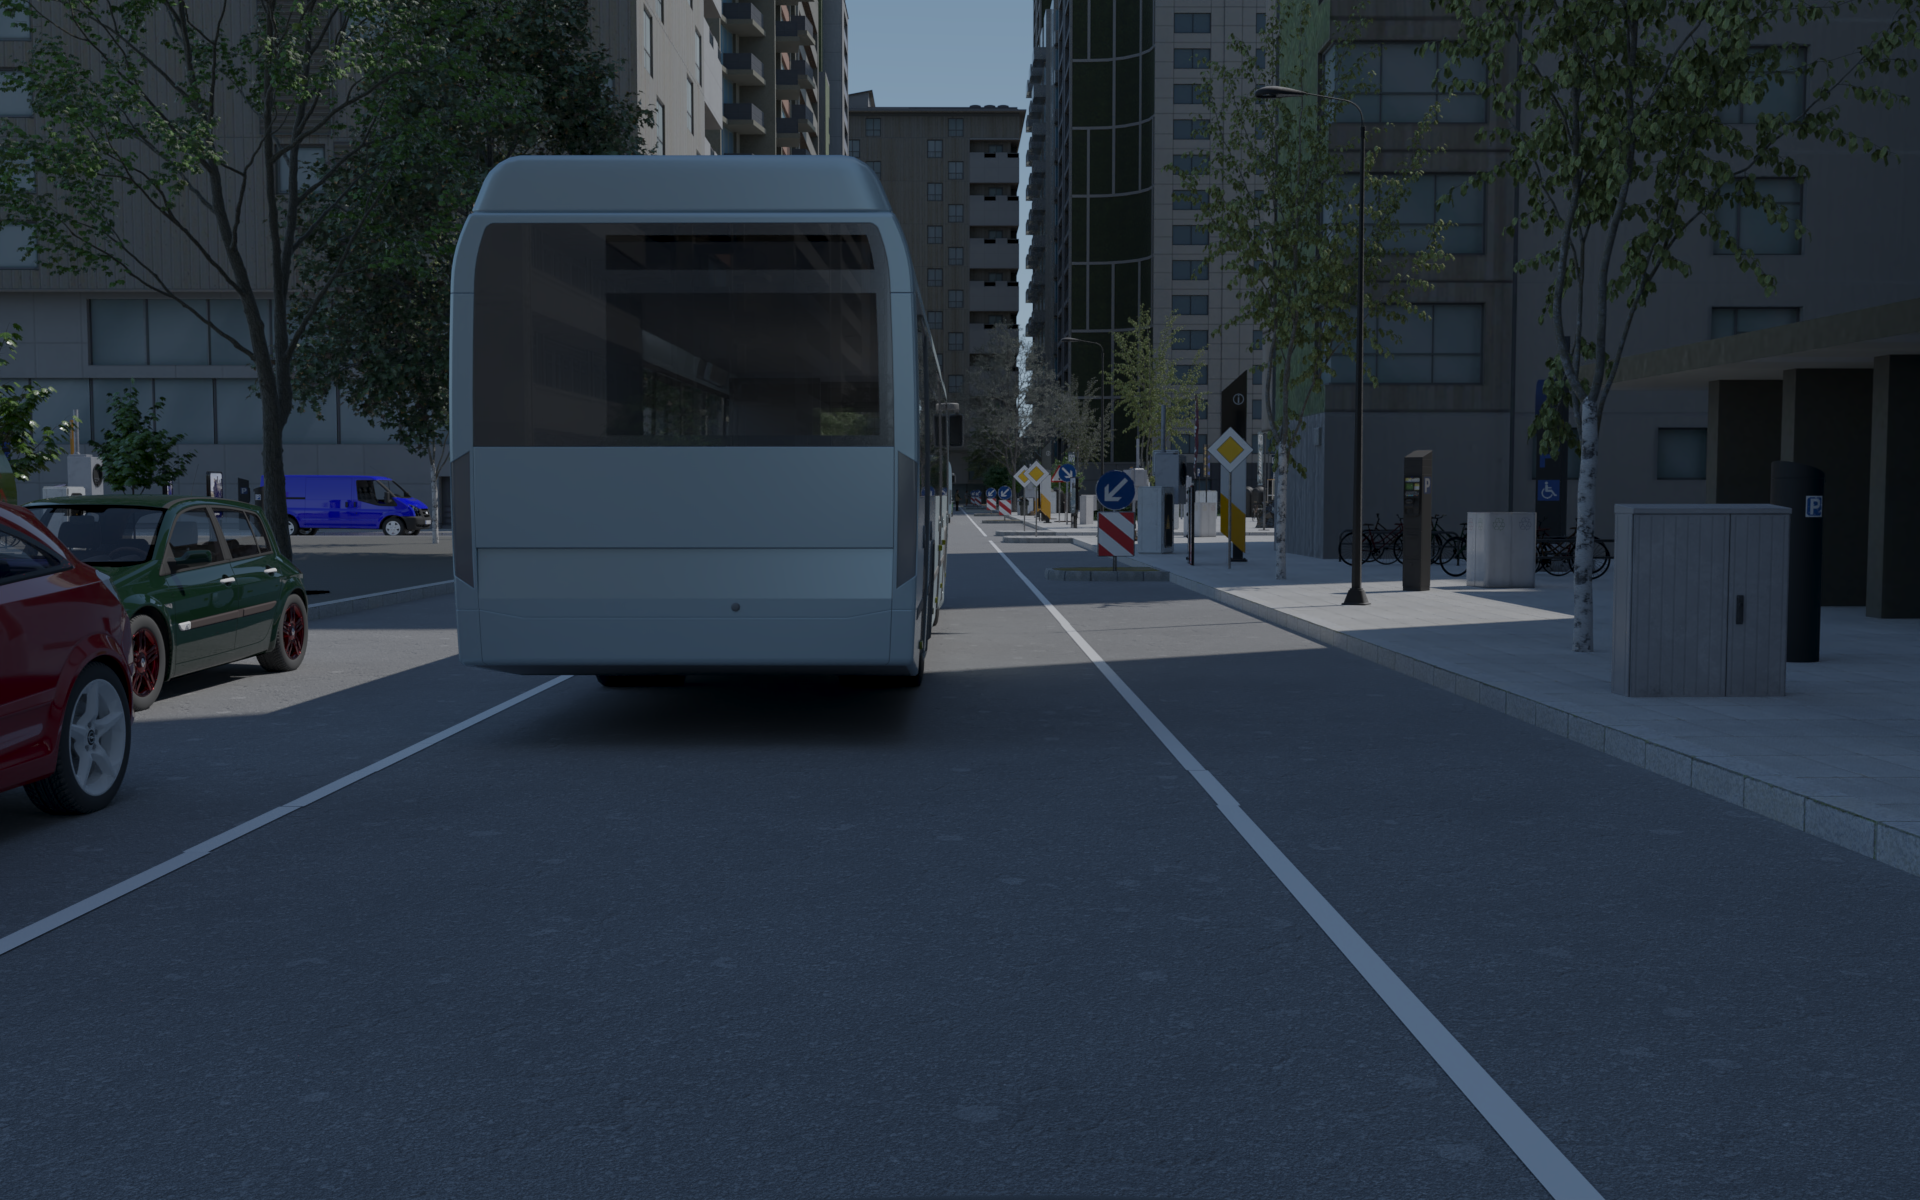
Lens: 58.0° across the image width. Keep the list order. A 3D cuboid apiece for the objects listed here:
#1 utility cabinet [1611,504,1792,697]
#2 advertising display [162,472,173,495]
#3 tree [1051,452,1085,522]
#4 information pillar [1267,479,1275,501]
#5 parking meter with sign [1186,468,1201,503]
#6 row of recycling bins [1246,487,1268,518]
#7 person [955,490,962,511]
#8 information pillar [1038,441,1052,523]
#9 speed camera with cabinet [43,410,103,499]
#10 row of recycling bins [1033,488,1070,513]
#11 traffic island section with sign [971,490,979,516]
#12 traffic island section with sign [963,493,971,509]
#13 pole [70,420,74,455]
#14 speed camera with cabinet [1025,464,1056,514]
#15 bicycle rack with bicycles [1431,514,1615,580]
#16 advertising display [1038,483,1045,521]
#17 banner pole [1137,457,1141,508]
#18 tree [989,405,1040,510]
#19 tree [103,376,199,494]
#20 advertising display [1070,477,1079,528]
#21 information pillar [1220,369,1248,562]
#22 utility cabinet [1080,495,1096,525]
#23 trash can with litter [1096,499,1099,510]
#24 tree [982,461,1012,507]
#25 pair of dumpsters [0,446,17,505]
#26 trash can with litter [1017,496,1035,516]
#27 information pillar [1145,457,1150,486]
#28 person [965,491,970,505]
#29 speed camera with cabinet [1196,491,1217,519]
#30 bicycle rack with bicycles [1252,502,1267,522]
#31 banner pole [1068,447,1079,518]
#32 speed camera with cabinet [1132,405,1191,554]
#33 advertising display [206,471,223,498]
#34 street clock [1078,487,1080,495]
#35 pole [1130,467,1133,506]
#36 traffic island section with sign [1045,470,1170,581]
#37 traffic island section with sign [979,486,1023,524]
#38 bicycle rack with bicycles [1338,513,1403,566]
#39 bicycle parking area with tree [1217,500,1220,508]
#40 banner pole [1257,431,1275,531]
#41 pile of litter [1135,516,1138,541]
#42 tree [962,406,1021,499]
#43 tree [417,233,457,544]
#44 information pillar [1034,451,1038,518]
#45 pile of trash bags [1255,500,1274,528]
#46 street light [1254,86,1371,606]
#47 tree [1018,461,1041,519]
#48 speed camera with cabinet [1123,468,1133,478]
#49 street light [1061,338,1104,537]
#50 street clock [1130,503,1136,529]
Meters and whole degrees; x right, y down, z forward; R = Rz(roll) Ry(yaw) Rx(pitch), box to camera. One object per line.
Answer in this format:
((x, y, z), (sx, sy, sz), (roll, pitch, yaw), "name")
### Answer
((4.721, 0.007, 11.042), (1.020, 1.237, 0.306), (0, 4, -3), "utility cabinet")
((-20.036, -2.361, 43.822), (0.123, 1.923, 0.974), (-1, 4, -17), "advertising display")
((4.946, -5.180, 79.288), (1.663, 3.219, 1.824), (0, 3, 0), "tree")
((15.493, -4.994, 86.145), (0.304, 2.012, 0.304), (3, 5, 41), "information pillar")
((15.311, -7.359, 116.572), (1.738, 3.016, 0.543), (-1, 4, -11), "parking meter with sign")
((16.714, -5.337, 94.370), (1.069, 1.692, 3.534), (-3, 5, -41), "row of recycling bins")
((-0.199, -8.383, 145.651), (0.705, 1.812, 1.348), (-1, 4, -21), "person")
((3.779, -5.173, 75.927), (0.504, 3.616, 0.183), (-2, 4, -31), "information pillar")
((-20.445, -2.790, 39.950), (0.660, 3.252, 2.038), (0, 4, -5), "speed camera with cabinet")
((6.352, -6.669, 116.145), (3.534, 1.692, 1.069), (2, 4, 35), "row of recycling bins")
((1.893, -6.314, 111.857), (1.989, 1.847, 2.006), (0, 4, 0), "traffic island section with sign")
((1.553, -9.350, 161.493), (1.989, 1.847, 2.006), (0, 4, 0), "traffic island section with sign")
((-24.403, -3.298, 47.772), (0.158, 3.312, 0.155), (0, 3, 0), "pole")
((5.292, -7.308, 113.822), (2.038, 3.252, 0.660), (0, 4, 1), "speed camera with cabinet")
((8.842, -0.808, 26.592), (2.925, 0.926, 2.852), (0, 4, 2), "bicycle rack with bicycles")
((3.938, -4.663, 81.453), (0.123, 1.923, 0.974), (2, 4, 29), "advertising display")
((10.684, -6.948, 103.624), (0.401, 3.779, 0.863), (-1, 4, -11), "banner pole")
((4.266, -11.393, 136.642), (4.360, 8.622, 3.978), (0, 3, 0), "tree")
((-13.531, -2.061, 28.301), (1.663, 3.219, 1.824), (0, 3, 0), "tree")
((4.280, -3.656, 64.993), (0.123, 1.923, 0.974), (-1, 4, -9), "advertising display")
((5.185, -2.531, 32.729), (0.504, 3.616, 0.183), (1, 4, 18), "information pillar")
((5.339, -3.790, 73.127), (0.306, 1.237, 1.020), (1, 4, 22), "utility cabinet")
((9.687, -7.075, 127.058), (1.055, 1.170, 0.624), (-1, 4, -13), "trash can with litter")
((3.876, -11.591, 173.219), (4.285, 4.588, 4.351), (0, 3, 0), "tree")
((-8.400, -0.577, 11.921), (1.574, 2.255, 4.437), (0, 4, 0), "pair of dumpsters")
((3.934, -5.522, 101.664), (1.055, 1.170, 0.624), (-2, 4, -30), "trash can with litter")
((11.975, -7.297, 110.661), (0.183, 3.616, 0.504), (2, 4, 33), "information pillar")
((0.794, -11.369, 194.385), (0.705, 1.824, 1.348), (2, 4, 23), "person")
((12.012, -5.729, 88.007), (2.038, 3.252, 0.660), (-1, 4, -10), "speed camera with cabinet")
((13.560, -4.153, 81.289), (2.852, 0.926, 2.925), (2, 4, 28), "bicycle rack with bicycles")
((6.041, -6.226, 91.806), (0.863, 3.779, 0.401), (-2, 4, -34), "banner pole")
((4.433, -2.659, 37.808), (0.660, 3.252, 2.038), (1, 4, 22), "speed camera with cabinet")
((-21.291, -2.709, 49.501), (0.123, 1.923, 0.974), (0, 4, -4), "advertising display")
((7.477, -6.501, 110.855), (0.471, 2.002, 0.358), (0, 4, -3), "street clock")
((12.907, -8.360, 130.529), (0.158, 3.312, 0.155), (0, 3, 0), "pole")
((2.458, -1.269, 29.368), (1.989, 1.847, 2.006), (0, 4, 0), "traffic island section with sign")
((2.070, -4.665, 84.903), (1.989, 1.847, 2.006), (0, 4, 0), "traffic island section with sign")
((8.204, -1.121, 31.706), (2.925, 0.926, 2.852), (0, 4, 2), "bicycle rack with bicycles")
((20.810, -7.771, 114.058), (8.231, 4.147, 9.016), (2, 4, 23), "bicycle parking area with tree")
((10.595, -4.328, 60.776), (0.401, 3.779, 0.863), (2, 4, 33), "banner pole")
((4.838, -2.062, 47.675), (1.176, 0.858, 1.719), (2, 4, 35), "pile of litter")
((4.018, -18.015, 212.673), (7.486, 12.596, 7.792), (0, 3, 0), "tree")
((-13.349, -5.754, 44.443), (4.737, 8.622, 4.395), (0, 3, 0), "tree")
((4.290, -6.309, 94.503), (0.504, 3.616, 0.183), (2, 4, 34), "information pillar")
((12.689, -3.457, 66.280), (1.912, 1.369, 3.447), (2, 4, 32), "pile of trash bags")
((4.055, -2.897, 19.915), (1.470, 5.913, 1.316), (0, 4, 0), "street light")
((4.264, -5.696, 87.723), (1.663, 3.219, 1.824), (0, 3, 0), "tree")
((6.903, -4.168, 62.484), (2.038, 3.252, 0.660), (-2, 4, -25), "speed camera with cabinet")
((3.700, -4.838, 51.638), (1.470, 5.913, 1.316), (0, 4, 0), "street light")
((6.377, -3.629, 63.897), (0.358, 2.002, 0.471), (-2, 4, -27), "street clock")
